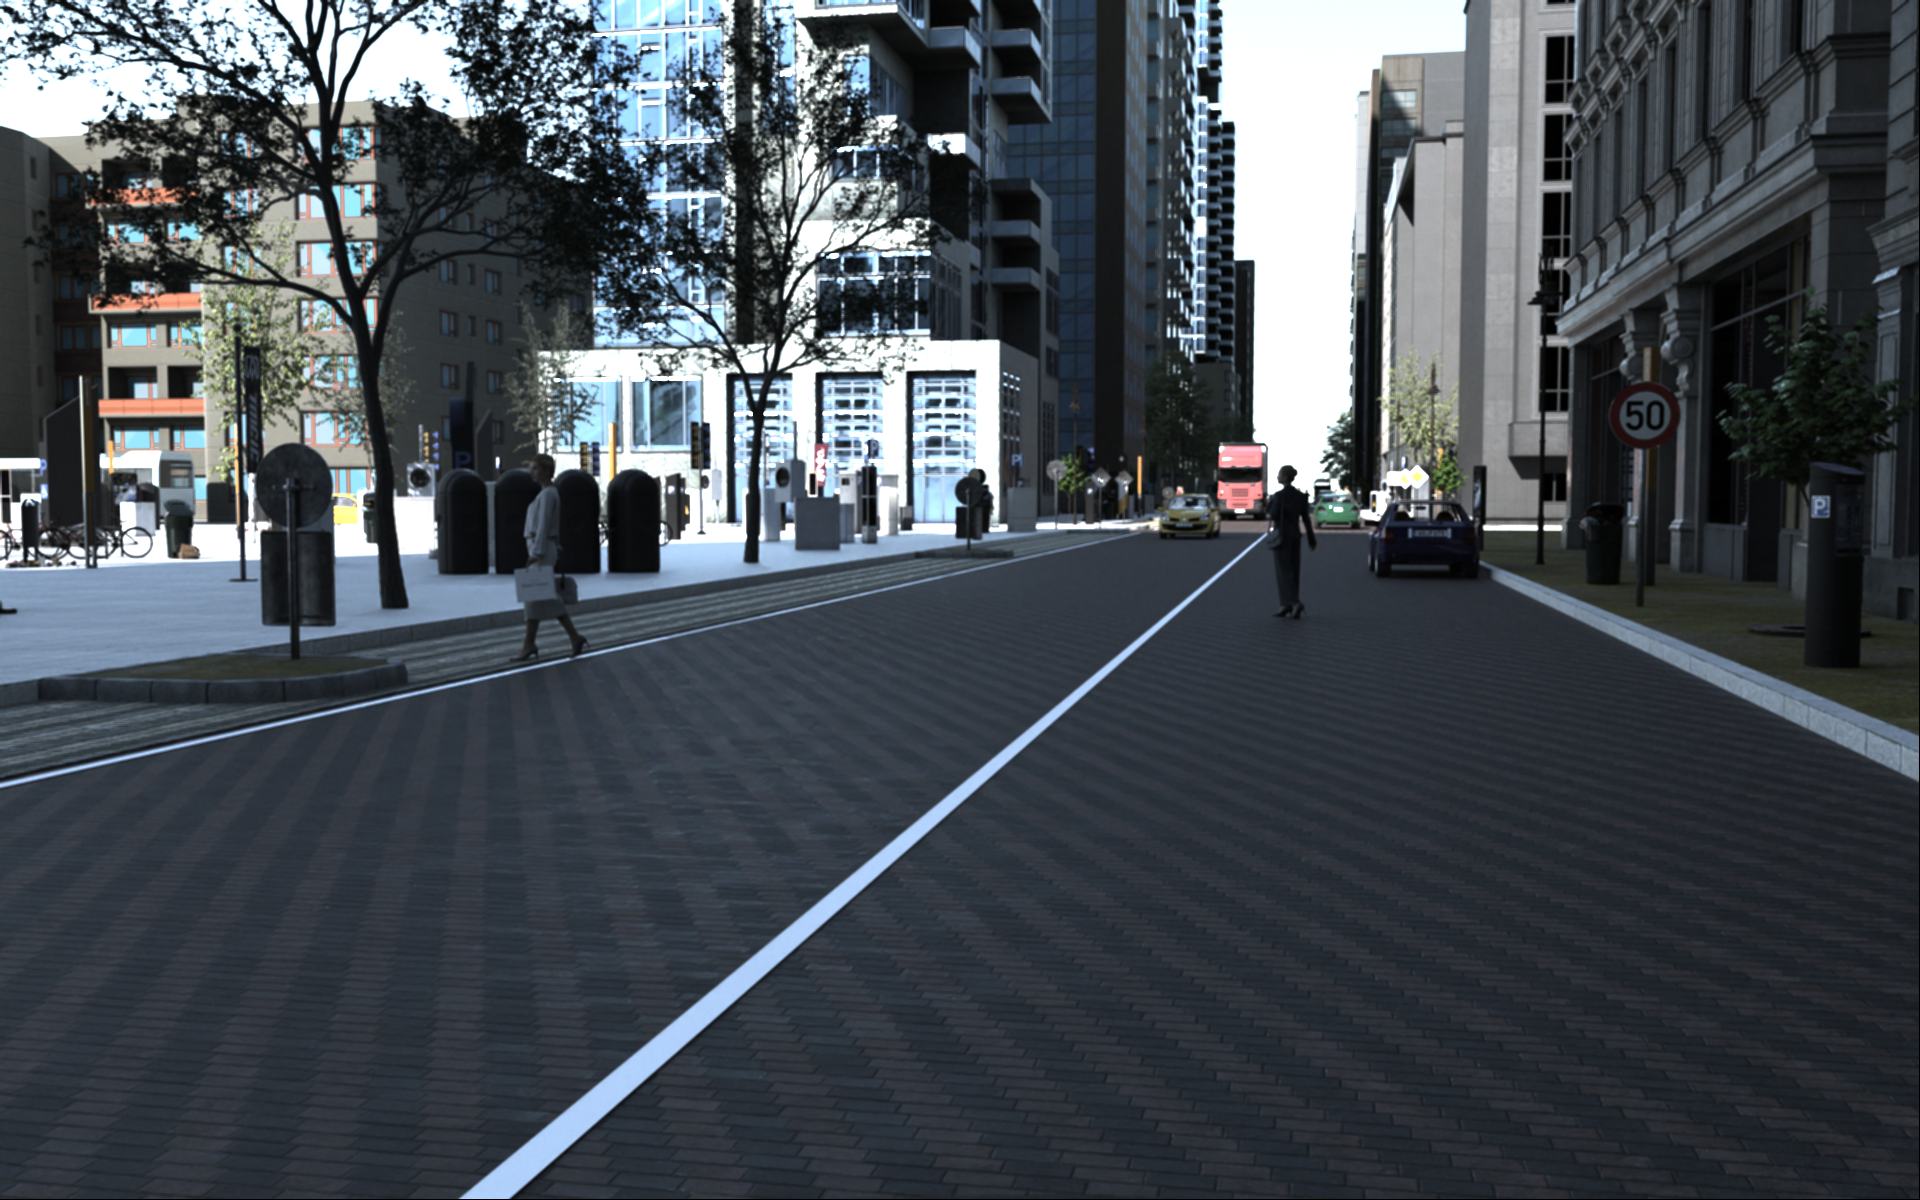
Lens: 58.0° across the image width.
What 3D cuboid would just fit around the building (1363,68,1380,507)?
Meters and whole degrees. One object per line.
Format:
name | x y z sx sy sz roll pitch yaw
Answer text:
building | 48.965 -32.297 178.159 14.600 45.320 14.200 1 4 11

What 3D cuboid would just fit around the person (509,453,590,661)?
person | -3.536 -0.369 14.883 0.624 1.780 0.694 0 4 3

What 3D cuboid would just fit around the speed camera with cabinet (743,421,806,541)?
speed camera with cabinet | -5.065 -3.228 47.108 2.038 3.252 0.660 3 5 44

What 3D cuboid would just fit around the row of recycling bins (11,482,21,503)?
row of recycling bins | -31.668 -2.939 55.170 3.534 1.692 1.069 0 4 1

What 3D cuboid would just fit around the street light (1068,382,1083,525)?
street light | 4.775 -6.048 71.671 0.468 5.910 1.993 1 4 11

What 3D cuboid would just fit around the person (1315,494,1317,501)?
person | 43.066 -12.082 209.265 0.599 1.433 0.991 -1 4 -10

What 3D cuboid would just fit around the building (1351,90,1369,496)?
building | 67.755 -43.392 251.458 21.231 58.520 28.212 1 4 11

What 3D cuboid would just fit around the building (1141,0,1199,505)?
building | 10.184 -33.204 162.487 23.786 49.044 30.456 1 4 11

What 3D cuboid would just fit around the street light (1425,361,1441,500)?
street light | 16.500 -5.367 60.533 0.468 5.910 1.993 1 4 11

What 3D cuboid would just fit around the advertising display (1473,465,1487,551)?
advertising display | 11.796 -2.087 39.340 0.123 1.923 0.974 0 4 7

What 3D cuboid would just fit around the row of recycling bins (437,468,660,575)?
row of recycling bins | -6.674 -1.288 28.172 3.534 1.692 1.069 -1 4 -11

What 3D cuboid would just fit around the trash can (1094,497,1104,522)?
trash can | 6.188 -4.110 78.850 0.748 1.137 0.748 0 3 0

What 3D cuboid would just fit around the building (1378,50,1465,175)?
building | 46.465 -29.349 163.456 14.154 41.232 14.086 1 4 11

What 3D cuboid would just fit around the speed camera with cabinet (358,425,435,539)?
speed camera with cabinet | -16.077 -3.368 49.402 2.038 3.252 0.660 -1 4 -8

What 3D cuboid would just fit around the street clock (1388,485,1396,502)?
street clock | 20.302 -4.697 81.367 0.358 2.002 0.471 -1 4 -9

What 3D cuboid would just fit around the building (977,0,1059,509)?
building | 16.115 -53.747 191.437 22.319 86.520 31.000 1 4 11

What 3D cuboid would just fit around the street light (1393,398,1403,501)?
street light | 21.111 -6.773 83.531 0.468 5.910 1.993 1 4 11

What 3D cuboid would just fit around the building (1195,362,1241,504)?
building | 25.123 -24.473 245.168 27.650 21.520 28.899 1 4 11

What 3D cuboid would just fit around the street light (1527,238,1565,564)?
street light | 10.607 -3.591 31.495 0.468 5.910 1.993 1 4 11

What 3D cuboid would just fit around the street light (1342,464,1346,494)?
street light | 48.322 -14.934 216.956 0.468 5.910 1.993 1 4 11

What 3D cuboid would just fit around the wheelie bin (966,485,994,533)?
wheelie bin | 0.673 -3.019 57.273 0.980 1.594 0.693 -1 4 -20

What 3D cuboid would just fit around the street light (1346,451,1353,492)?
street light | 42.431 -13.158 187.917 0.468 5.910 1.993 1 4 11

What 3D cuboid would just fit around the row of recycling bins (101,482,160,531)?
row of recycling bins | -29.415 -3.279 60.732 1.069 1.692 3.534 1 4 10

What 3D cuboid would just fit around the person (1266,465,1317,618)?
person | 3.854 -0.684 20.106 0.534 1.772 0.576 3 4 36

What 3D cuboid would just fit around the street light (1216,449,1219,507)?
street light | 26.232 -12.461 176.532 0.468 5.910 1.993 1 4 11

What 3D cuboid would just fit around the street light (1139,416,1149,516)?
street light | 10.680 -7.824 100.707 0.468 5.910 1.993 1 4 11

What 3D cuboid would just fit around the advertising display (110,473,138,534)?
advertising display | -25.510 -2.915 52.866 0.123 1.923 0.974 1 4 19

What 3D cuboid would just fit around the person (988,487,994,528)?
person | 1.080 -3.757 70.023 0.694 1.812 0.767 -2 4 -33

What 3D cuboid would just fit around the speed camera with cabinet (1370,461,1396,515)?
speed camera with cabinet | 25.573 -6.751 104.720 0.660 3.252 2.038 -1 4 -16

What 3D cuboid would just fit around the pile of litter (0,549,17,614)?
pile of litter | -10.758 -0.279 18.527 1.176 0.858 1.719 -2 4 -26

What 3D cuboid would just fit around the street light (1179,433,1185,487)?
street light | 16.694 -9.627 130.183 0.468 5.910 1.993 1 4 11

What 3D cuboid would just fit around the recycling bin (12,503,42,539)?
recycling bin | -26.465 -2.250 49.341 0.722 1.027 0.722 0 4 2

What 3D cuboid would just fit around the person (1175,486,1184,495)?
person | 11.246 -4.890 88.419 0.573 1.828 0.580 -3 5 -43

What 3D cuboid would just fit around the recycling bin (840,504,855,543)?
recycling bin | -3.223 -2.030 45.738 0.722 1.027 0.722 1 4 15

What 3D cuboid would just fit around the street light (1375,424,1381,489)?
street light | 27.181 -8.547 112.534 0.468 5.910 1.993 1 4 11

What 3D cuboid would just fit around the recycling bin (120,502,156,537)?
recycling bin | -24.782 -2.427 52.235 0.722 1.027 0.722 2 4 34

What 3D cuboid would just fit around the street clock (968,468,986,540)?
street clock | 0.477 -2.689 48.541 0.471 2.002 0.358 3 5 43

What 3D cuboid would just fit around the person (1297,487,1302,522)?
person | 17.490 -4.962 89.835 0.583 1.804 0.606 1 4 9

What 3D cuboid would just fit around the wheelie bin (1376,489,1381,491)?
wheelie bin | 26.242 -6.150 108.461 0.693 1.594 0.980 3 4 36

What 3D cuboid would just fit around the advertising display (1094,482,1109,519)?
advertising display | 7.373 -5.237 90.839 0.974 1.923 0.123 3 5 43

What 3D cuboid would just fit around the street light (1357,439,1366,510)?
street light | 33.027 -10.351 142.025 0.468 5.910 1.993 1 4 11

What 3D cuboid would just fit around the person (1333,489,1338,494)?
person | 28.503 -7.528 131.391 0.447 1.846 0.655 0 4 4

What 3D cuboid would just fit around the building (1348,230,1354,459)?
building | 74.381 -40.408 280.281 23.786 49.044 30.456 1 4 11

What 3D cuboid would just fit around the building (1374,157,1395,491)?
building | 43.178 -23.142 150.078 14.160 30.474 14.107 1 4 11

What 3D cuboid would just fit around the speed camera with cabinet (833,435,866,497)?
speed camera with cabinet | -3.678 -3.918 58.401 0.660 3.252 2.038 -2 4 -25

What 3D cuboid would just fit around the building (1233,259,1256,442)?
building | 42.770 -37.389 294.897 14.154 41.232 14.086 1 4 11

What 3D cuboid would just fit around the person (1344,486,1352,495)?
person | 19.229 -4.738 85.884 0.656 1.842 0.836 3 5 39

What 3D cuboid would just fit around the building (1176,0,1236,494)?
building | 33.481 -58.702 272.441 22.319 86.520 31.000 1 4 11

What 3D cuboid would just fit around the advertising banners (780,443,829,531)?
advertising banners | -5.546 -3.899 59.937 2.074 3.025 0.090 0 4 8

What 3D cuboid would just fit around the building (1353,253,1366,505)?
building | 54.416 -26.652 207.460 14.160 30.474 14.107 1 4 11

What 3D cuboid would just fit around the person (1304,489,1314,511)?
person | 30.159 -8.723 150.751 1.348 1.869 0.705 0 4 -1

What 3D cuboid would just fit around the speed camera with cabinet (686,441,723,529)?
speed camera with cabinet | -9.692 -4.303 64.685 0.660 3.252 2.038 -3 5 -43
